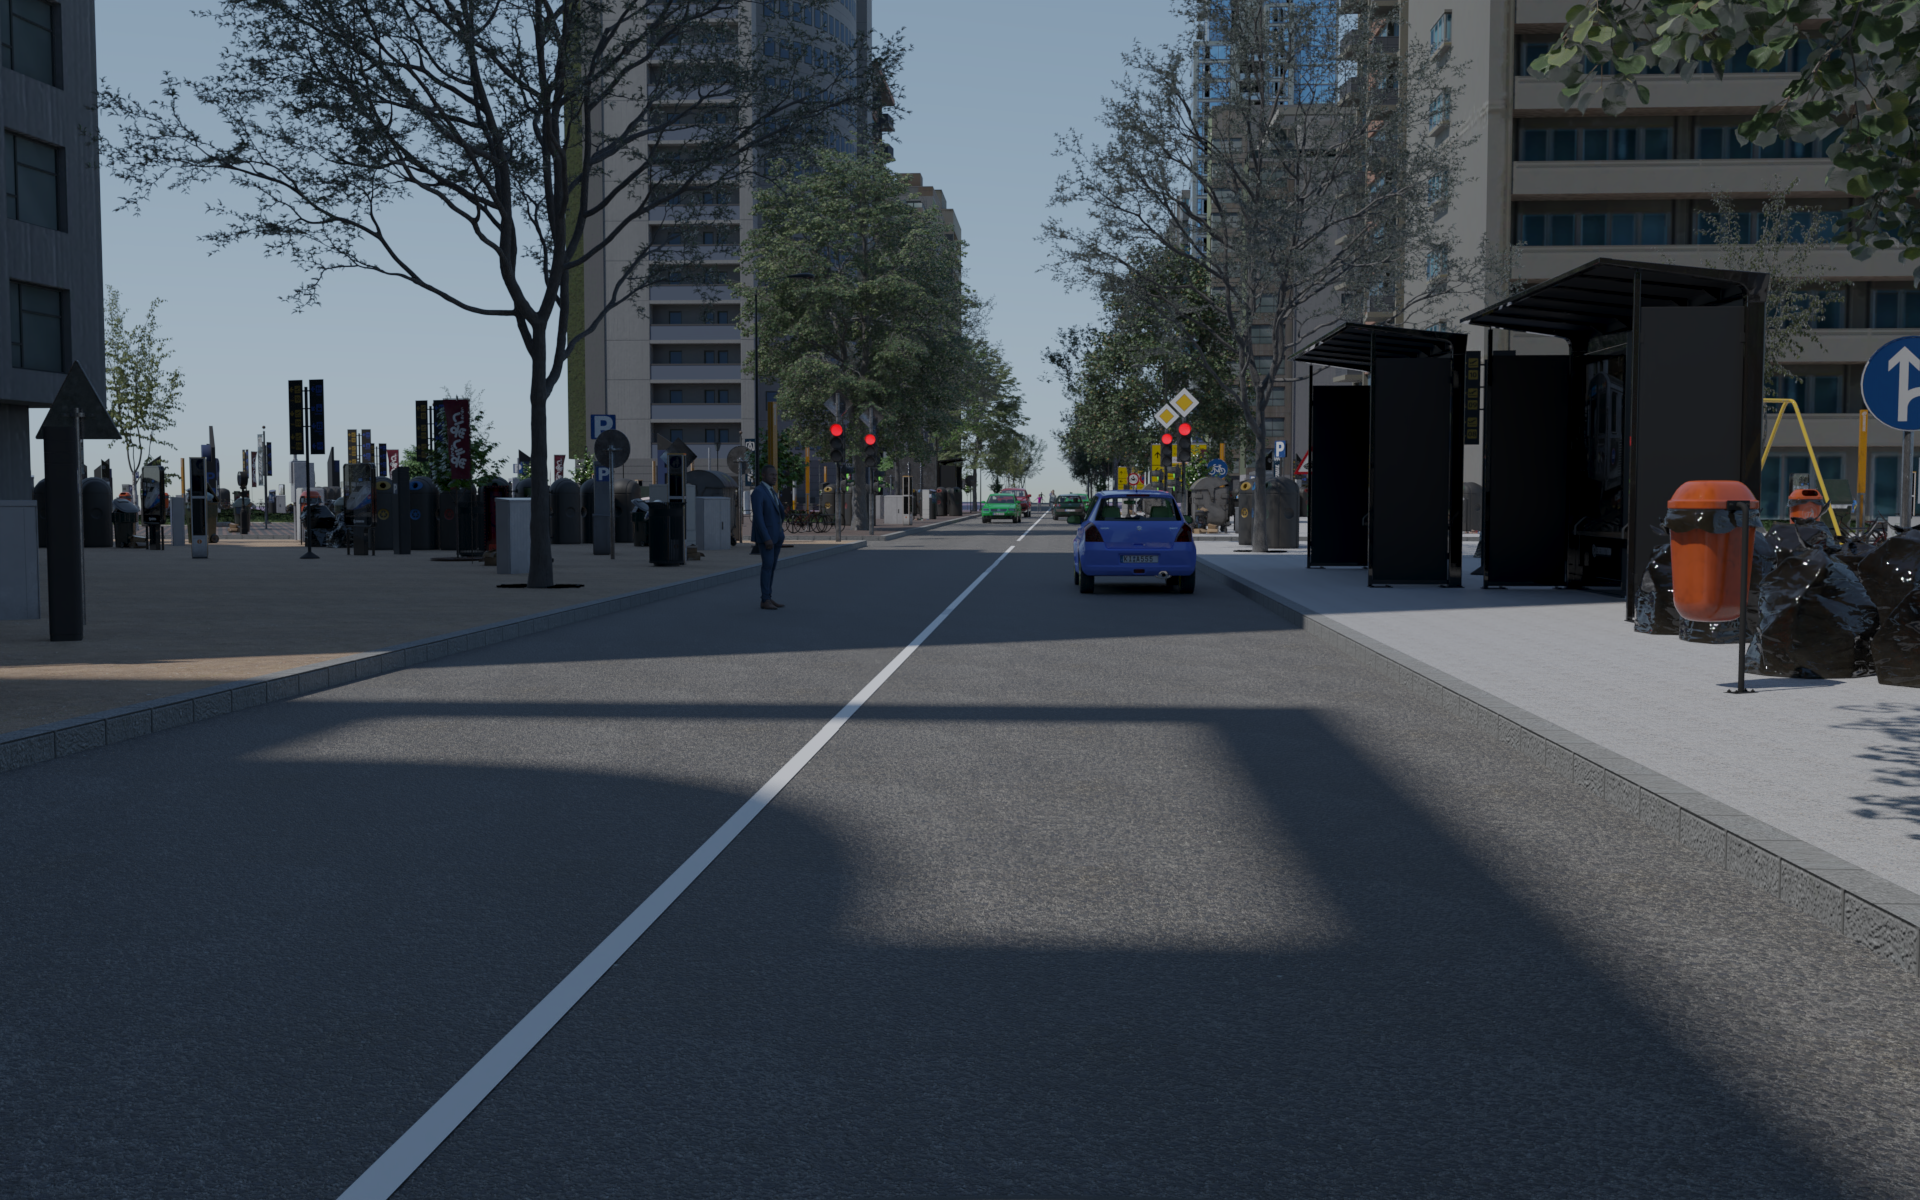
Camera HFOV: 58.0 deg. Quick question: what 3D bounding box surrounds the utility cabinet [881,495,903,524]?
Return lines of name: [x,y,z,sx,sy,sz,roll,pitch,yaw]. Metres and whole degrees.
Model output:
utility cabinet: [-2.761,-3.884,74.661,1.020,1.237,0.306,2,4,24]

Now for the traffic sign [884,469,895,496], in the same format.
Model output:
traffic sign: [-3.470,-5.318,87.059,0.768,2.556,0.104,0,4,8]

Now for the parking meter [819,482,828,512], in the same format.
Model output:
parking meter: [-6.564,-4.757,83.483,0.399,1.863,0.255,-3,5,-42]

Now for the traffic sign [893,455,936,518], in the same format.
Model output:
traffic sign: [-2.384,-5.948,91.129,2.265,3.308,0.079,0,4,5]

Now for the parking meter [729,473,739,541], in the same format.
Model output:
parking meter: [-6.156,-2.539,47.222,0.255,1.863,0.399,0,4,0]

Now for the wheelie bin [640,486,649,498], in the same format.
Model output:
wheelie bin: [-12.557,-3.734,68.959,0.980,1.594,0.693,-1,4,-16]

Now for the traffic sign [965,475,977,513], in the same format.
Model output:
traffic sign: [0.720,-7.052,115.405,0.768,2.556,0.104,0,4,6]

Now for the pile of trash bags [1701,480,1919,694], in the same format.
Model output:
pile of trash bags: [6.237,-0.132,11.916,3.447,1.369,1.912,-2,4,-24]

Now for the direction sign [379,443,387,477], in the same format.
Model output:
direction sign: [-25.894,-5.197,76.974,0.876,3.537,0.379,-3,4,-36]

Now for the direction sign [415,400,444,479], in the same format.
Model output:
direction sign: [-12.737,-3.043,41.755,0.876,3.537,0.379,1,4,22]

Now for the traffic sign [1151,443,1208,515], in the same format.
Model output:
traffic sign: [8.829,-4.646,69.838,2.265,3.308,0.079,1,4,8]

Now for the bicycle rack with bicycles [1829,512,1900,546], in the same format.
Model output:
bicycle rack with bicycles: [17.889,-1.230,33.486,2.925,0.926,2.852,-1,4,-12]

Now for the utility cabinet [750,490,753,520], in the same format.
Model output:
utility cabinet: [-9.632,-4.604,83.951,0.318,1.500,1.173,3,5,40]

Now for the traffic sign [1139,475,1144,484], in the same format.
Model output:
traffic sign: [10.435,-5.930,97.055,0.768,2.556,0.104,0,4,5]

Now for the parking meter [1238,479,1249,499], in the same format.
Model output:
parking meter: [11.104,-3.796,67.768,0.399,1.863,0.255,0,4,-4]

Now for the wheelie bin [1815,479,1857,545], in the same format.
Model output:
wheelie bin: [18.363,-1.754,36.586,0.980,1.594,0.693,0,4,6]

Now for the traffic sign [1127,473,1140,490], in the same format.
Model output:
traffic sign: [10.337,-6.312,103.301,0.768,2.556,0.104,1,4,9]

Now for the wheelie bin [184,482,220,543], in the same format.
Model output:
wheelie bin: [-19.707,-2.269,45.008,0.980,1.594,0.693,2,4,32]

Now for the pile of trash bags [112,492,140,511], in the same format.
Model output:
pile of trash bags: [-61.305,-7.245,128.212,3.447,1.369,1.912,-3,5,-43]

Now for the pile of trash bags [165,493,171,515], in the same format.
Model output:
pile of trash bags: [-47.051,-5.666,102.387,1.912,1.369,3.447,-2,4,-29]

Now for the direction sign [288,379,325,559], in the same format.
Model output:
direction sign: [-12.925,-2.589,34.322,0.876,3.537,0.379,1,4,23]

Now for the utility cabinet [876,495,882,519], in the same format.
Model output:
utility cabinet: [-4.206,-4.853,90.511,0.306,1.237,1.020,0,4,8]

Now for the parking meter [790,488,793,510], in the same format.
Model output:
parking meter: [-12.060,-7.193,123.311,0.255,1.863,0.399,3,5,40]

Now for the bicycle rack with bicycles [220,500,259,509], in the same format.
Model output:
bicycle rack with bicycles: [-48.631,-6.196,114.688,2.852,0.926,2.925,3,5,44]

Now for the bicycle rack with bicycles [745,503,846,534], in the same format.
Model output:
bicycle rack with bicycles: [-5.080,-2.709,57.679,2.925,0.926,2.852,-3,4,-36]

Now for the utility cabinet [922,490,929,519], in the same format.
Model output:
utility cabinet: [-1.561,-4.908,88.929,0.318,1.500,1.173,-1,4,-23]

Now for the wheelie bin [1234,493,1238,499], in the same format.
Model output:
wheelie bin: [15.457,-5.354,95.438,0.693,1.594,0.980,1,4,9]

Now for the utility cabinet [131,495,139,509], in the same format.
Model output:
utility cabinet: [-59.598,-6.951,124.812,0.306,1.237,1.020,0,4,4]

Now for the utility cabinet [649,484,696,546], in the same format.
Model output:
utility cabinet: [-6.397,-1.829,38.583,1.173,1.500,0.318,3,4,37]

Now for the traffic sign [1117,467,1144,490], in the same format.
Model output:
traffic sign: [12.789,-8.212,128.138,2.265,3.308,0.079,0,4,6]

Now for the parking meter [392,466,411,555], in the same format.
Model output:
parking meter: [-11.890,-1.905,36.855,0.255,1.863,0.399,-3,5,-40]

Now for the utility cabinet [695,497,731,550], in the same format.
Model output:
utility cabinet: [-5.690,-1.755,39.851,0.306,1.237,1.020,2,4,29]

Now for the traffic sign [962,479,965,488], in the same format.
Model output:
traffic sign: [0.066,-7.244,120.560,0.606,2.300,0.079,0,4,4]

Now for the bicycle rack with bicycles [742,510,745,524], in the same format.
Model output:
bicycle rack with bicycles: [-7.753,-3.678,73.521,2.852,0.926,2.925,3,4,36]

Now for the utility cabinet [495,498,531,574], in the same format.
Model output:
utility cabinet: [-7.124,-1.043,28.217,0.306,1.237,1.020,1,4,23]

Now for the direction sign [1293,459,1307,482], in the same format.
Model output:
direction sign: [21.972,-7.343,112.050,0.876,3.537,0.379,1,4,13]

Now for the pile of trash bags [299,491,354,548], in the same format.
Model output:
pile of trash bags: [-15.374,-2.017,42.737,3.447,1.369,1.912,3,5,43]

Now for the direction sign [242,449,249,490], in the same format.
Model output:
direction sign: [-36.203,-5.862,87.833,0.379,3.537,0.876,-3,5,-40]

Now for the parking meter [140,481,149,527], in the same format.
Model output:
parking meter: [-31.970,-3.813,68.047,0.255,1.863,0.399,1,4,18]

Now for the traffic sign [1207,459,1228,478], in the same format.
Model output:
traffic sign: [9.256,-3.811,62.418,0.768,2.556,0.104,1,4,12]

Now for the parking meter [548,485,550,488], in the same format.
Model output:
parking meter: [-27.303,-6.660,114.598,0.255,1.863,0.399,-3,5,-41]

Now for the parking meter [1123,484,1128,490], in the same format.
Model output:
parking meter: [10.017,-6.012,104.014,0.399,1.863,0.255,0,4,-2]

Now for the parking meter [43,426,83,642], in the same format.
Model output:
parking meter: [-7.870,-0.581,15.204,0.255,1.863,0.399,-2,4,-25]

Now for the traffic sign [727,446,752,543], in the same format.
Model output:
traffic sign: [-5.761,-2.774,45.465,0.768,2.556,0.104,1,4,9]

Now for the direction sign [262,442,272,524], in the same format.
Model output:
direction sign: [-30.033,-5.076,74.989,0.379,3.537,0.876,1,4,11]

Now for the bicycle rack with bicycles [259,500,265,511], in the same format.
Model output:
bicycle rack with bicycles: [-52.608,-7.229,131.583,2.925,0.926,2.852,-2,4,-35]

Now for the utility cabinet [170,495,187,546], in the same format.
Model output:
utility cabinet: [-19.543,-1.964,43.270,0.306,1.237,1.020,-2,4,-27]

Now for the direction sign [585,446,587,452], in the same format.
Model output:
direction sign: [-17.646,-5.495,81.833,0.379,3.537,0.876,0,4,-6]

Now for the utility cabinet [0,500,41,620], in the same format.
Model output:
utility cabinet: [-9.946,-0.394,17.603,1.020,1.237,0.306,-2,4,-31]

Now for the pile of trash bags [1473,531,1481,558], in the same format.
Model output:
pile of trash bags: [12.160,-1.558,35.230,3.447,1.369,1.912,-3,4,-36]

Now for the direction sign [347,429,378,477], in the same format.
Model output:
direction sign: [-20.940,-4.187,60.454,0.876,3.537,0.379,1,4,10]

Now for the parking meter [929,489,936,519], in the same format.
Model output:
parking meter: [-1.384,-4.848,87.681,0.372,1.533,0.369,0,3,0]

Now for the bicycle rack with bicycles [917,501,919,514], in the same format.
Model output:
bicycle rack with bicycles: [-1.876,-5.757,107.507,2.852,0.926,2.925,1,4,9]

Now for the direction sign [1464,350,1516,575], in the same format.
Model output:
direction sign: [8.305,-2.166,27.405,0.876,3.537,0.379,1,4,10]

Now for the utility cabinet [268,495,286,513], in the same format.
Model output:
utility cabinet: [-43.712,-6.098,110.869,1.020,1.237,0.306,-1,4,-12]
